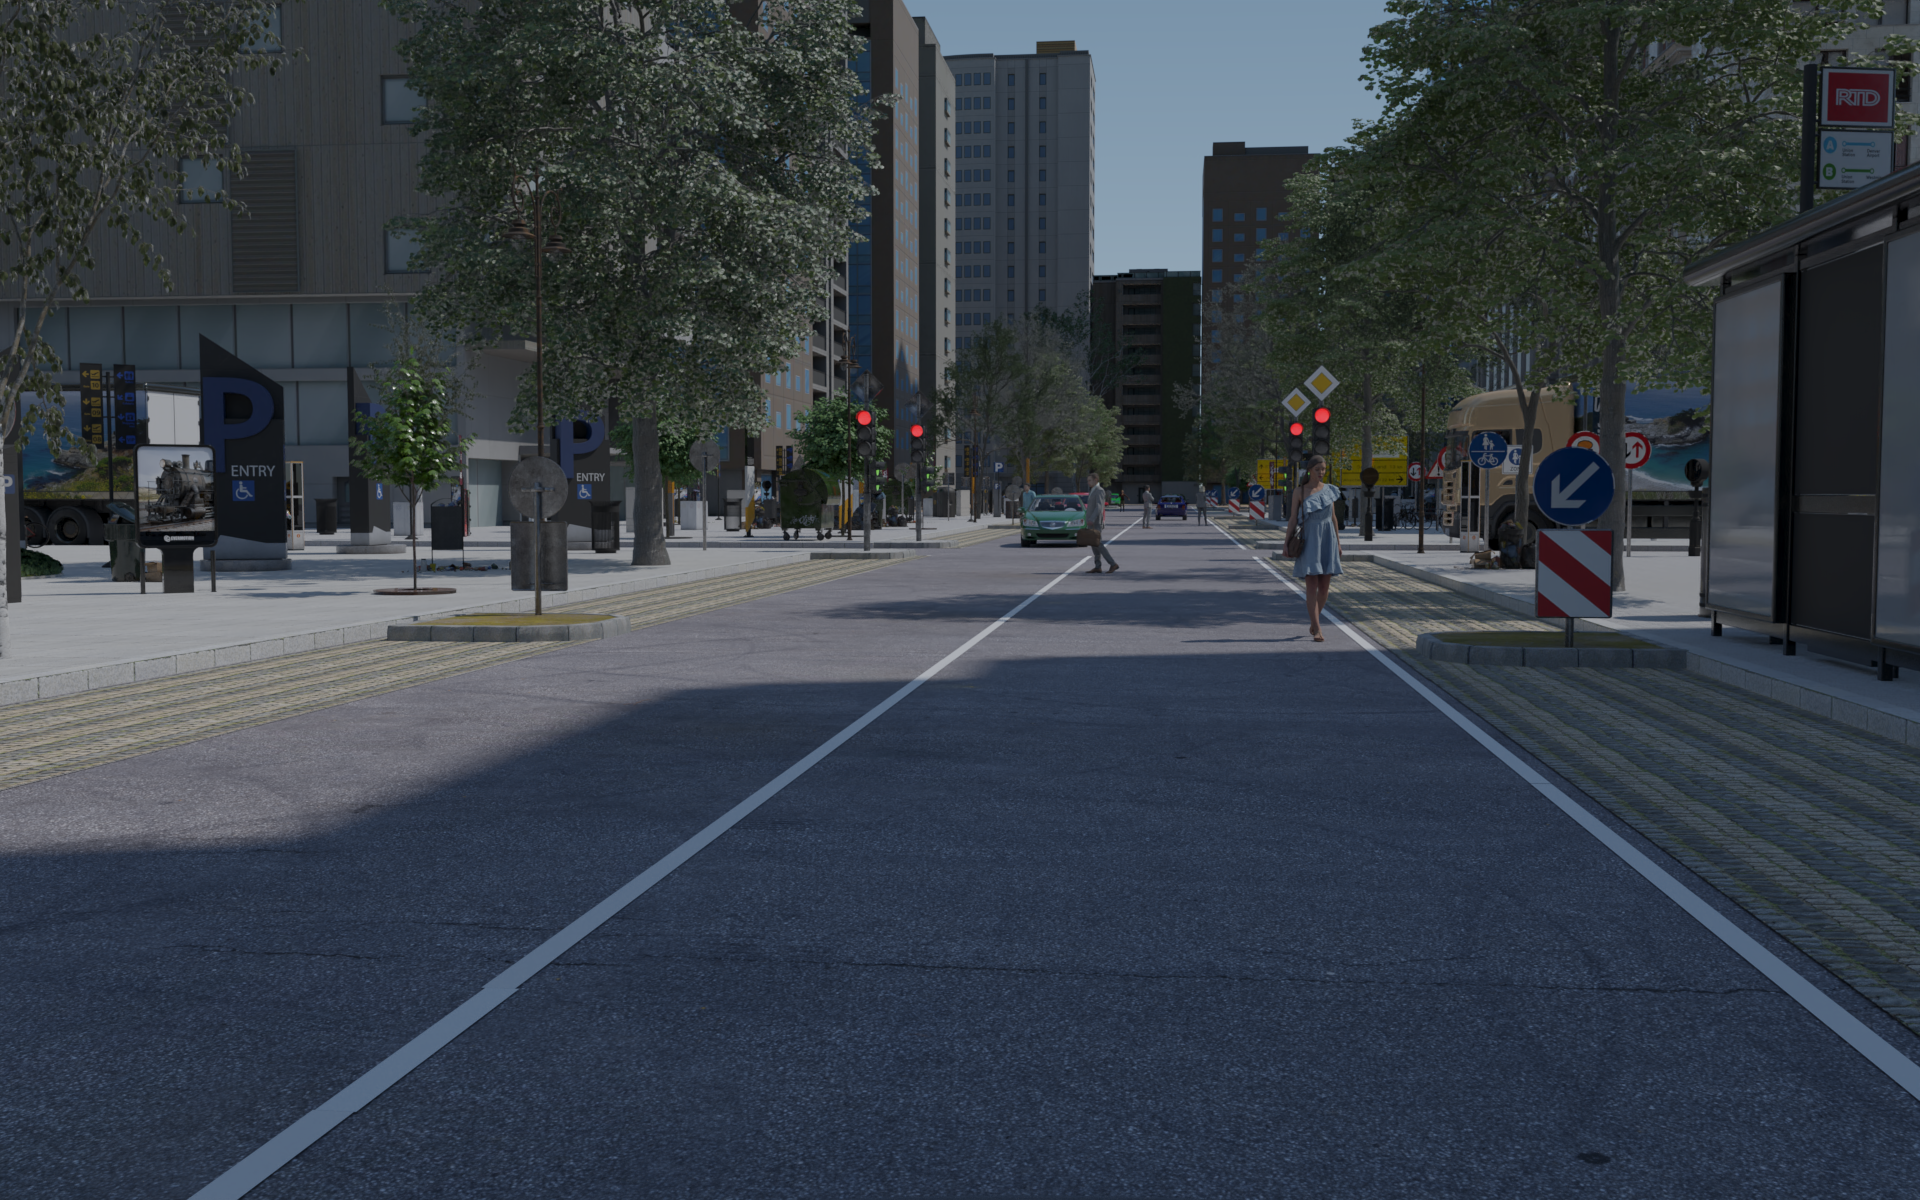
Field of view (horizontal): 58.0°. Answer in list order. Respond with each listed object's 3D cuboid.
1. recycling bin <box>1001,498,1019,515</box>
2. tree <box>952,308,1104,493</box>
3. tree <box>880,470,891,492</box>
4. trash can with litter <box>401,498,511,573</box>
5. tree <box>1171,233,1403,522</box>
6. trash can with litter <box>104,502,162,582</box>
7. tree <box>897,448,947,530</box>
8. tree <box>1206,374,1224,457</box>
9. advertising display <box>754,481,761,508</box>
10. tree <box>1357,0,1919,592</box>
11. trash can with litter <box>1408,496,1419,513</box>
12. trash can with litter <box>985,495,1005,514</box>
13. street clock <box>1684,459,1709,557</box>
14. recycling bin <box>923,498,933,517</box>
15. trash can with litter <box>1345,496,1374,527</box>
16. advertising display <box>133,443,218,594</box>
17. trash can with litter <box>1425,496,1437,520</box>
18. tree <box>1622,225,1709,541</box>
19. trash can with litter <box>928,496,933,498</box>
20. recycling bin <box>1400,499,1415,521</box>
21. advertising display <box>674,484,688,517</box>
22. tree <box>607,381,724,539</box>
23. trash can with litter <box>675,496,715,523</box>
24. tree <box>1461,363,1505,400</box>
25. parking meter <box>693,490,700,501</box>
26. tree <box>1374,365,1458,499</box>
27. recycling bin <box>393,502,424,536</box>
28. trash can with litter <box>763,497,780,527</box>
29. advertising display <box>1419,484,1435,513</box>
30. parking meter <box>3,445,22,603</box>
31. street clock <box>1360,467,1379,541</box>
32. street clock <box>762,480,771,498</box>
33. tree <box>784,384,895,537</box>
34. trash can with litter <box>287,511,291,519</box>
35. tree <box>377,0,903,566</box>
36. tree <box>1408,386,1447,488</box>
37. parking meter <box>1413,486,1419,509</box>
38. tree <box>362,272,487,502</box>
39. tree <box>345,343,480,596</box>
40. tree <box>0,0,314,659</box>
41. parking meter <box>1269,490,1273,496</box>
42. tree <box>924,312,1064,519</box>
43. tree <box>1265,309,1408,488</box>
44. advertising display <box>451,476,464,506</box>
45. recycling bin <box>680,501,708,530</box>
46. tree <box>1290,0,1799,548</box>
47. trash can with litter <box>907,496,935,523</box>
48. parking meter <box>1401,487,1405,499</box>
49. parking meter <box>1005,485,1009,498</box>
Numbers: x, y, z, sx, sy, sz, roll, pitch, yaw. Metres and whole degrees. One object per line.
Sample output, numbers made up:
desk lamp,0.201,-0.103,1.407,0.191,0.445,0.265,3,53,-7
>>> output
recycling bin,3.078,-5.597,104.071,0.722,1.027,0.722,1,4,19
tree,4.303,-12.488,114.547,12.009,13.543,11.850,0,3,0
tree,-5.275,-7.410,115.750,1.663,3.219,1.824,0,3,0
trash can with litter,-8.200,-1.102,29.077,2.233,1.210,1.678,-1,4,-16
tree,15.495,-10.432,80.927,12.009,13.543,11.850,0,3,0
trash can with litter,-11.967,-0.858,25.411,1.055,1.170,0.624,1,4,8
tree,-1.302,-4.151,62.473,1.663,3.219,1.824,0,3,0
tree,12.360,-8.203,52.252,7.486,12.596,7.792,0,3,0
advertising display,-10.280,-5.018,87.260,0.123,1.923,0.974,1,4,20
tree,8.469,-6.418,23.059,7.486,12.596,7.792,0,3,0
trash can with litter,27.251,-5.673,104.142,0.624,1.170,1.055,2,4,35
trash can with litter,2.260,-6.040,109.812,2.233,1.210,1.678,-1,4,-14
street clock,15.136,-1.898,35.605,0.358,2.002,0.471,-1,4,-21
recycling bin,-1.657,-5.286,98.984,0.722,1.027,0.722,3,4,37
trash can with litter,15.309,-3.461,67.649,1.678,1.210,2.233,1,4,15
advertising display,-10.122,-1.050,22.374,0.974,1.923,0.123,-2,4,-35
trash can with litter,22.844,-4.417,83.611,0.624,1.170,1.055,0,4,-5
tree,19.111,-5.923,47.197,4.360,8.622,3.978,0,3,0
trash can with litter,-1.768,-5.836,106.804,0.624,1.170,1.055,1,4,16
recycling bin,21.658,-4.361,83.856,0.722,1.027,0.722,0,4,1
advertising display,-15.685,-5.613,96.987,0.974,1.923,0.123,-3,5,-40
tree,-8.484,-4.057,50.046,4.285,4.588,4.351,0,3,0
trash can with litter,-12.030,-4.041,77.126,2.233,1.210,1.678,-1,4,-12
tree,29.441,-9.000,97.516,4.360,8.622,3.978,0,3,0
parking meter,-14.750,-5.424,97.096,0.372,1.533,0.369,0,3,0
tree,23.988,-8.752,93.452,4.360,8.622,3.978,0,3,0
recycling bin,-16.979,-2.493,53.318,0.722,1.027,0.722,0,3,0
trash can with litter,-7.020,-3.444,67.361,2.233,1.210,1.678,0,4,4
advertising display,28.672,-6.186,106.353,0.974,1.923,0.123,1,4,9
parking meter,-11.276,-0.893,20.313,0.255,1.863,0.399,1,4,20
street clock,11.111,-2.599,47.057,0.471,2.002,0.358,0,4,-2
street clock,-10.198,-5.309,91.380,0.471,2.002,0.358,-3,5,-42
tree,-3.596,-4.171,51.917,4.285,4.588,4.351,0,3,0
trash can with litter,-13.945,-1.419,34.580,0.624,1.170,1.055,2,4,26
tree,-5.580,-7.591,30.766,9.857,13.997,8.962,0,3,0
tree,29.130,-9.781,110.280,4.737,8.622,4.395,0,3,0
parking meter,31.320,-6.928,118.978,0.399,1.863,0.255,2,4,29
tree,-18.104,-6.593,58.162,4.360,8.622,3.978,0,3,0
tree,-6.955,-1.700,22.394,1.663,3.219,1.824,0,3,0
tree,-7.275,-3.853,13.352,4.360,8.622,3.978,0,3,0
parking meter,19.097,-6.155,106.343,0.255,1.863,0.399,1,4,9
tree,1.211,-9.426,88.535,7.601,10.594,8.767,2,4,28
tree,13.508,-6.952,64.032,4.737,8.622,4.395,0,3,0
advertising display,-18.046,-3.486,62.210,0.123,1.923,0.974,-3,4,-37
recycling bin,-9.535,-3.031,62.108,0.722,1.027,0.722,2,4,29
tree,10.217,-5.929,31.349,8.767,10.594,7.601,1,4,12
trash can with litter,-2.188,-4.021,76.794,1.678,1.210,2.233,-1,4,-22
parking meter,27.008,-6.131,105.949,0.399,1.863,0.255,2,4,32
parking meter,3.027,-6.259,108.050,0.399,1.863,0.255,3,4,36
